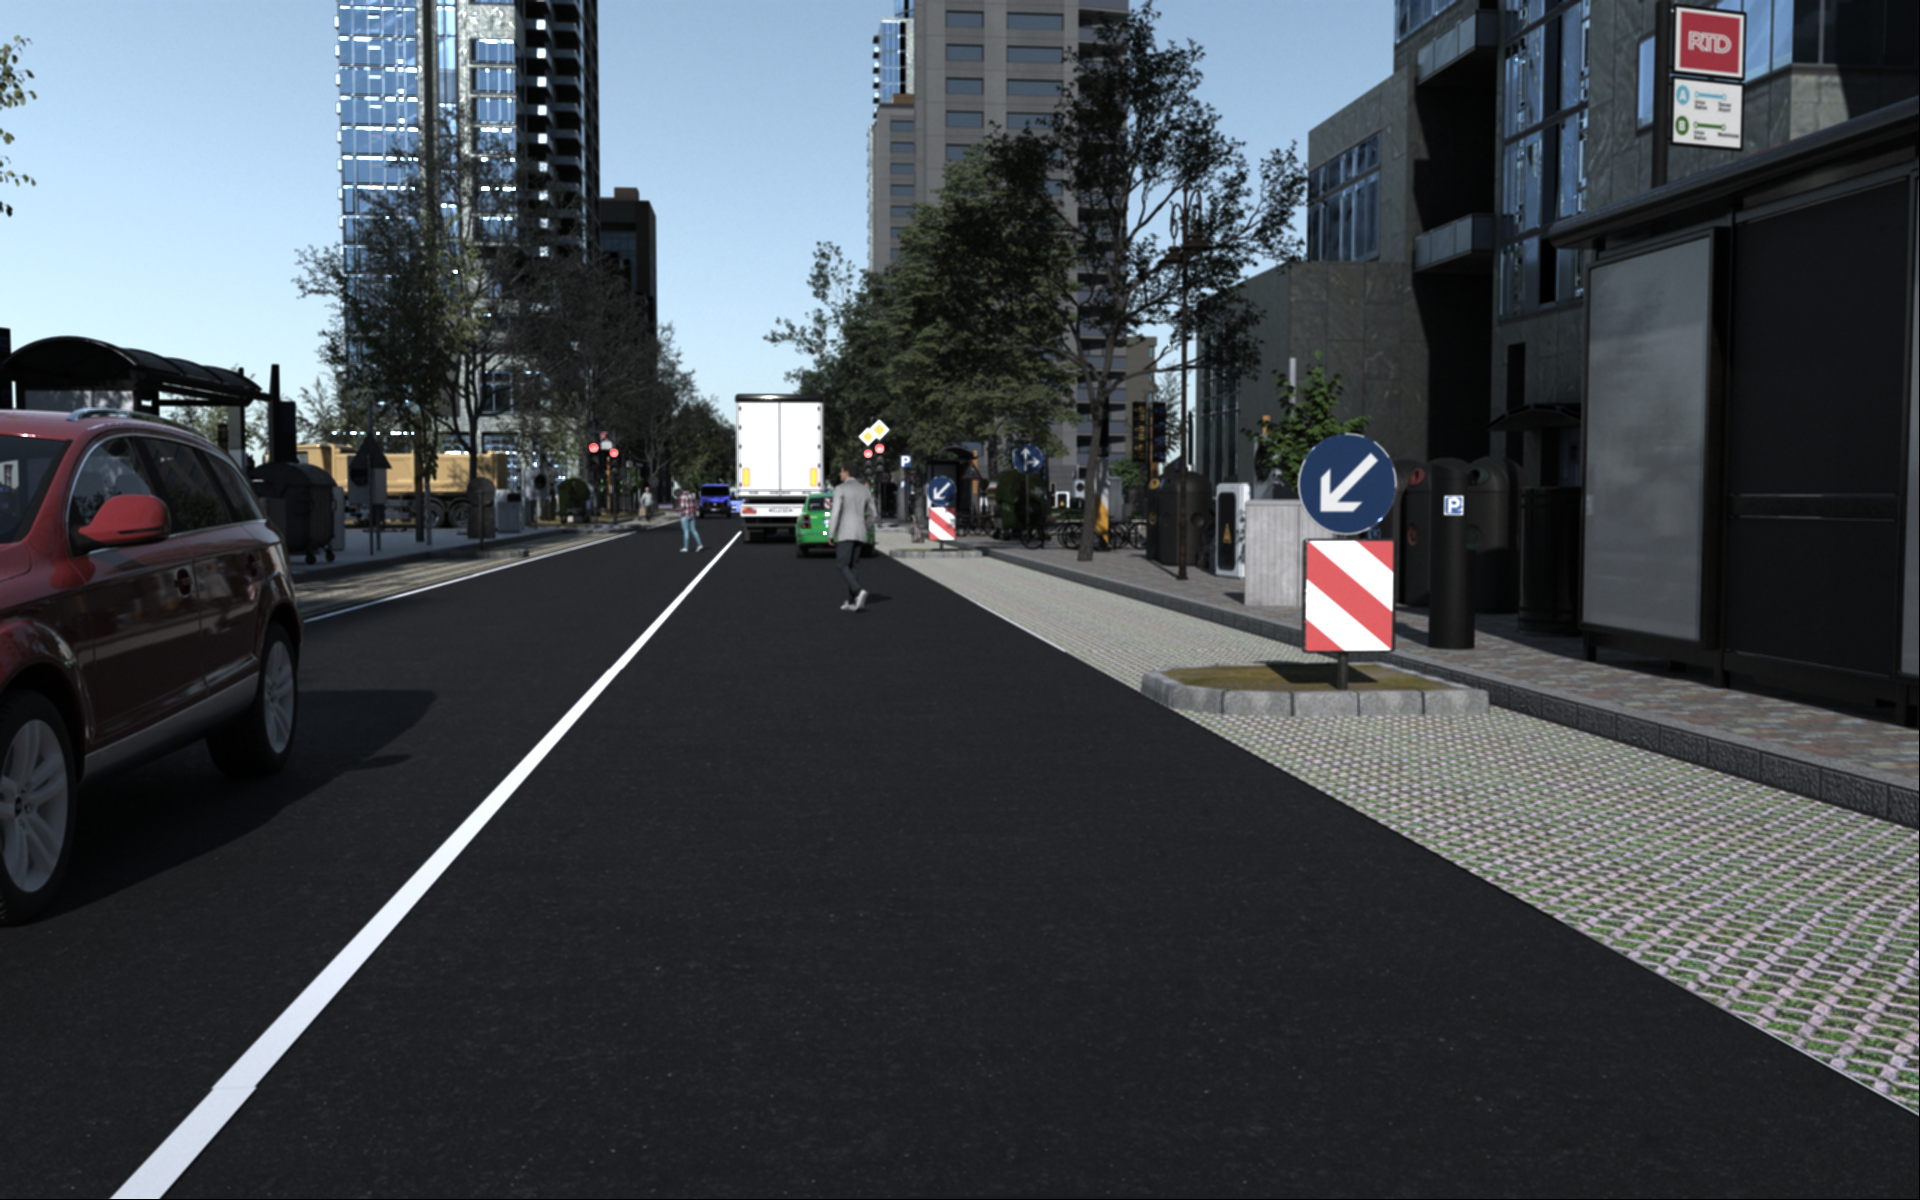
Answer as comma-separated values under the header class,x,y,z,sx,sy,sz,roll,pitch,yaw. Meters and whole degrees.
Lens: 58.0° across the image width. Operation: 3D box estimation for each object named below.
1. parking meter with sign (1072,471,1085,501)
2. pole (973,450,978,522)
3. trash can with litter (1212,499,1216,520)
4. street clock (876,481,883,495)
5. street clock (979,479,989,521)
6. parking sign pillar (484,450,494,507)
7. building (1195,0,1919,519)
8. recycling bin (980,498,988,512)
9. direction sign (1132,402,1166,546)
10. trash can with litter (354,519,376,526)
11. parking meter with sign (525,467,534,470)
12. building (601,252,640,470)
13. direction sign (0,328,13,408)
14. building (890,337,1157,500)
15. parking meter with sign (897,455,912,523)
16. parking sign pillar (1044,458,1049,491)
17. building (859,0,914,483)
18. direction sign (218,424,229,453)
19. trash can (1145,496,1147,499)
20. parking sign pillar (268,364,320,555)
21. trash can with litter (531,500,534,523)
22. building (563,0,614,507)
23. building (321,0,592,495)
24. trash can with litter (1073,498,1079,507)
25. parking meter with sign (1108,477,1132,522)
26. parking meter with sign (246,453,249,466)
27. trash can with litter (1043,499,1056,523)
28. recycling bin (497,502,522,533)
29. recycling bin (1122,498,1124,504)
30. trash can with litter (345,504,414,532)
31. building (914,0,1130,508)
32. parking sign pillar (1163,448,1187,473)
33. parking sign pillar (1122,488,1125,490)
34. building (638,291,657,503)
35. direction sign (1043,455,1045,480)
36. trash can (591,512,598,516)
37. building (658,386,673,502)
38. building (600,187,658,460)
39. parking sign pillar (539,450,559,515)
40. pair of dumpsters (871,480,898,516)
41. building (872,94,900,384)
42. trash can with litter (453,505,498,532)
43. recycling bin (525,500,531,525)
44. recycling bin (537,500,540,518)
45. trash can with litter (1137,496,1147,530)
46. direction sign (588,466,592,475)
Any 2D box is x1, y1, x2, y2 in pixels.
class,x,y,z,sx,sy,sz,roll,pitch,yaw
parking meter with sign,9.560,-8.392,133.462,1.738,3.016,0.543,-1,4,-15
pole,0.710,-5.255,79.755,0.158,3.312,0.155,0,3,0
trash can with litter,5.357,-1.495,35.831,0.624,1.170,1.055,1,4,11
street clock,-4.455,-5.550,95.319,0.471,2.002,0.358,0,4,-1
street clock,1.121,-4.690,81.257,0.358,2.002,0.471,-3,4,-36
parking sign pillar,-29.125,-7.292,107.701,1.447,3.967,1.447,0,4,7
building,20.684,-44.591,41.728,22.319,86.520,31.000,0,4,-6
recycling bin,1.795,-6.591,120.318,0.722,1.027,0.722,1,4,17
direction sign,4.655,-3.101,42.698,0.876,3.537,0.379,-1,4,-17
trash can with litter,-24.069,-3.606,70.352,0.624,1.170,1.055,1,4,21
parking meter with sign,-27.492,-7.070,111.848,0.543,3.016,1.738,0,4,5
building,-45.880,-26.426,203.762,14.160,30.474,14.107,0,4,-6
direction sign,-13.105,-1.919,23.372,0.379,3.537,0.876,1,4,13
building,6.329,-21.914,203.336,27.650,21.520,28.899,0,4,-6
parking meter with sign,-2.569,-5.028,78.475,0.543,3.016,1.738,-1,4,-9
parking sign pillar,6.263,-8.658,130.026,1.447,3.967,1.447,-1,4,-18
building,-6.690,-59.865,291.470,22.319,86.520,31.000,0,4,-6
direction sign,-23.509,-3.907,55.876,0.876,3.537,0.379,1,4,12
trash can,12.948,-6.503,117.983,0.748,1.137,0.748,0,3,0
parking sign pillar,-14.368,-2.950,36.697,1.447,3.967,1.447,-2,4,-26
trash can with litter,-19.214,-4.006,76.878,0.624,1.170,1.055,-3,4,-37
building,-47.069,-45.671,184.967,20.563,71.187,20.611,0,4,-6
building,-44.997,-51.724,158.355,22.319,86.520,31.000,0,4,-6
trash can with litter,7.470,-6.491,117.183,2.233,1.210,1.678,-1,4,-10
parking meter with sign,6.726,-4.844,75.462,1.738,3.016,0.543,-3,4,-37
parking meter with sign,-31.121,-4.724,73.491,0.543,3.016,1.738,3,4,37
trash can with litter,3.719,-3.968,76.264,0.624,1.170,1.055,3,5,43
recycling bin,-14.960,-2.749,57.496,0.722,1.027,0.722,-1,4,-10
recycling bin,11.359,-6.850,124.556,0.722,1.027,0.722,1,4,17
trash can with litter,-19.406,-2.926,58.899,1.678,1.210,2.233,3,4,37
building,5.909,-38.624,173.498,21.231,58.520,28.212,0,4,-6
parking sign pillar,12.759,-6.831,100.163,1.447,3.967,1.447,1,4,20
parking sign pillar,13.567,-9.129,137.728,1.447,3.967,1.447,-1,4,-9
building,-50.033,-28.804,242.647,14.160,30.474,14.107,0,4,-6
direction sign,4.496,-6.553,99.144,0.876,3.537,0.379,-2,4,-28
trash can,-21.567,-5.508,101.703,0.748,1.137,0.748,0,3,0
building,-60.926,-26.484,278.051,27.650,21.520,28.899,0,4,-6
building,-52.240,-37.068,256.166,14.600,45.320,14.200,0,4,-6
parking sign pillar,-25.274,-7.188,106.001,1.447,3.967,1.447,1,4,8
pair of dumpsters,-4.340,-6.030,101.088,1.574,2.255,4.437,0,4,-6
building,-2.669,-44.060,262.376,21.231,58.520,28.212,0,4,-6
trash can with litter,-16.315,-2.955,59.378,1.678,1.210,2.233,-3,5,-43
recycling bin,-18.374,-3.649,72.222,0.722,1.027,0.722,3,5,39
recycling bin,-23.406,-5.013,94.517,0.722,1.027,0.722,2,4,30
trash can with litter,7.337,-3.202,63.404,2.233,1.210,1.678,0,4,0
direction sign,-29.539,-8.945,138.245,0.876,3.537,0.379,1,4,9
